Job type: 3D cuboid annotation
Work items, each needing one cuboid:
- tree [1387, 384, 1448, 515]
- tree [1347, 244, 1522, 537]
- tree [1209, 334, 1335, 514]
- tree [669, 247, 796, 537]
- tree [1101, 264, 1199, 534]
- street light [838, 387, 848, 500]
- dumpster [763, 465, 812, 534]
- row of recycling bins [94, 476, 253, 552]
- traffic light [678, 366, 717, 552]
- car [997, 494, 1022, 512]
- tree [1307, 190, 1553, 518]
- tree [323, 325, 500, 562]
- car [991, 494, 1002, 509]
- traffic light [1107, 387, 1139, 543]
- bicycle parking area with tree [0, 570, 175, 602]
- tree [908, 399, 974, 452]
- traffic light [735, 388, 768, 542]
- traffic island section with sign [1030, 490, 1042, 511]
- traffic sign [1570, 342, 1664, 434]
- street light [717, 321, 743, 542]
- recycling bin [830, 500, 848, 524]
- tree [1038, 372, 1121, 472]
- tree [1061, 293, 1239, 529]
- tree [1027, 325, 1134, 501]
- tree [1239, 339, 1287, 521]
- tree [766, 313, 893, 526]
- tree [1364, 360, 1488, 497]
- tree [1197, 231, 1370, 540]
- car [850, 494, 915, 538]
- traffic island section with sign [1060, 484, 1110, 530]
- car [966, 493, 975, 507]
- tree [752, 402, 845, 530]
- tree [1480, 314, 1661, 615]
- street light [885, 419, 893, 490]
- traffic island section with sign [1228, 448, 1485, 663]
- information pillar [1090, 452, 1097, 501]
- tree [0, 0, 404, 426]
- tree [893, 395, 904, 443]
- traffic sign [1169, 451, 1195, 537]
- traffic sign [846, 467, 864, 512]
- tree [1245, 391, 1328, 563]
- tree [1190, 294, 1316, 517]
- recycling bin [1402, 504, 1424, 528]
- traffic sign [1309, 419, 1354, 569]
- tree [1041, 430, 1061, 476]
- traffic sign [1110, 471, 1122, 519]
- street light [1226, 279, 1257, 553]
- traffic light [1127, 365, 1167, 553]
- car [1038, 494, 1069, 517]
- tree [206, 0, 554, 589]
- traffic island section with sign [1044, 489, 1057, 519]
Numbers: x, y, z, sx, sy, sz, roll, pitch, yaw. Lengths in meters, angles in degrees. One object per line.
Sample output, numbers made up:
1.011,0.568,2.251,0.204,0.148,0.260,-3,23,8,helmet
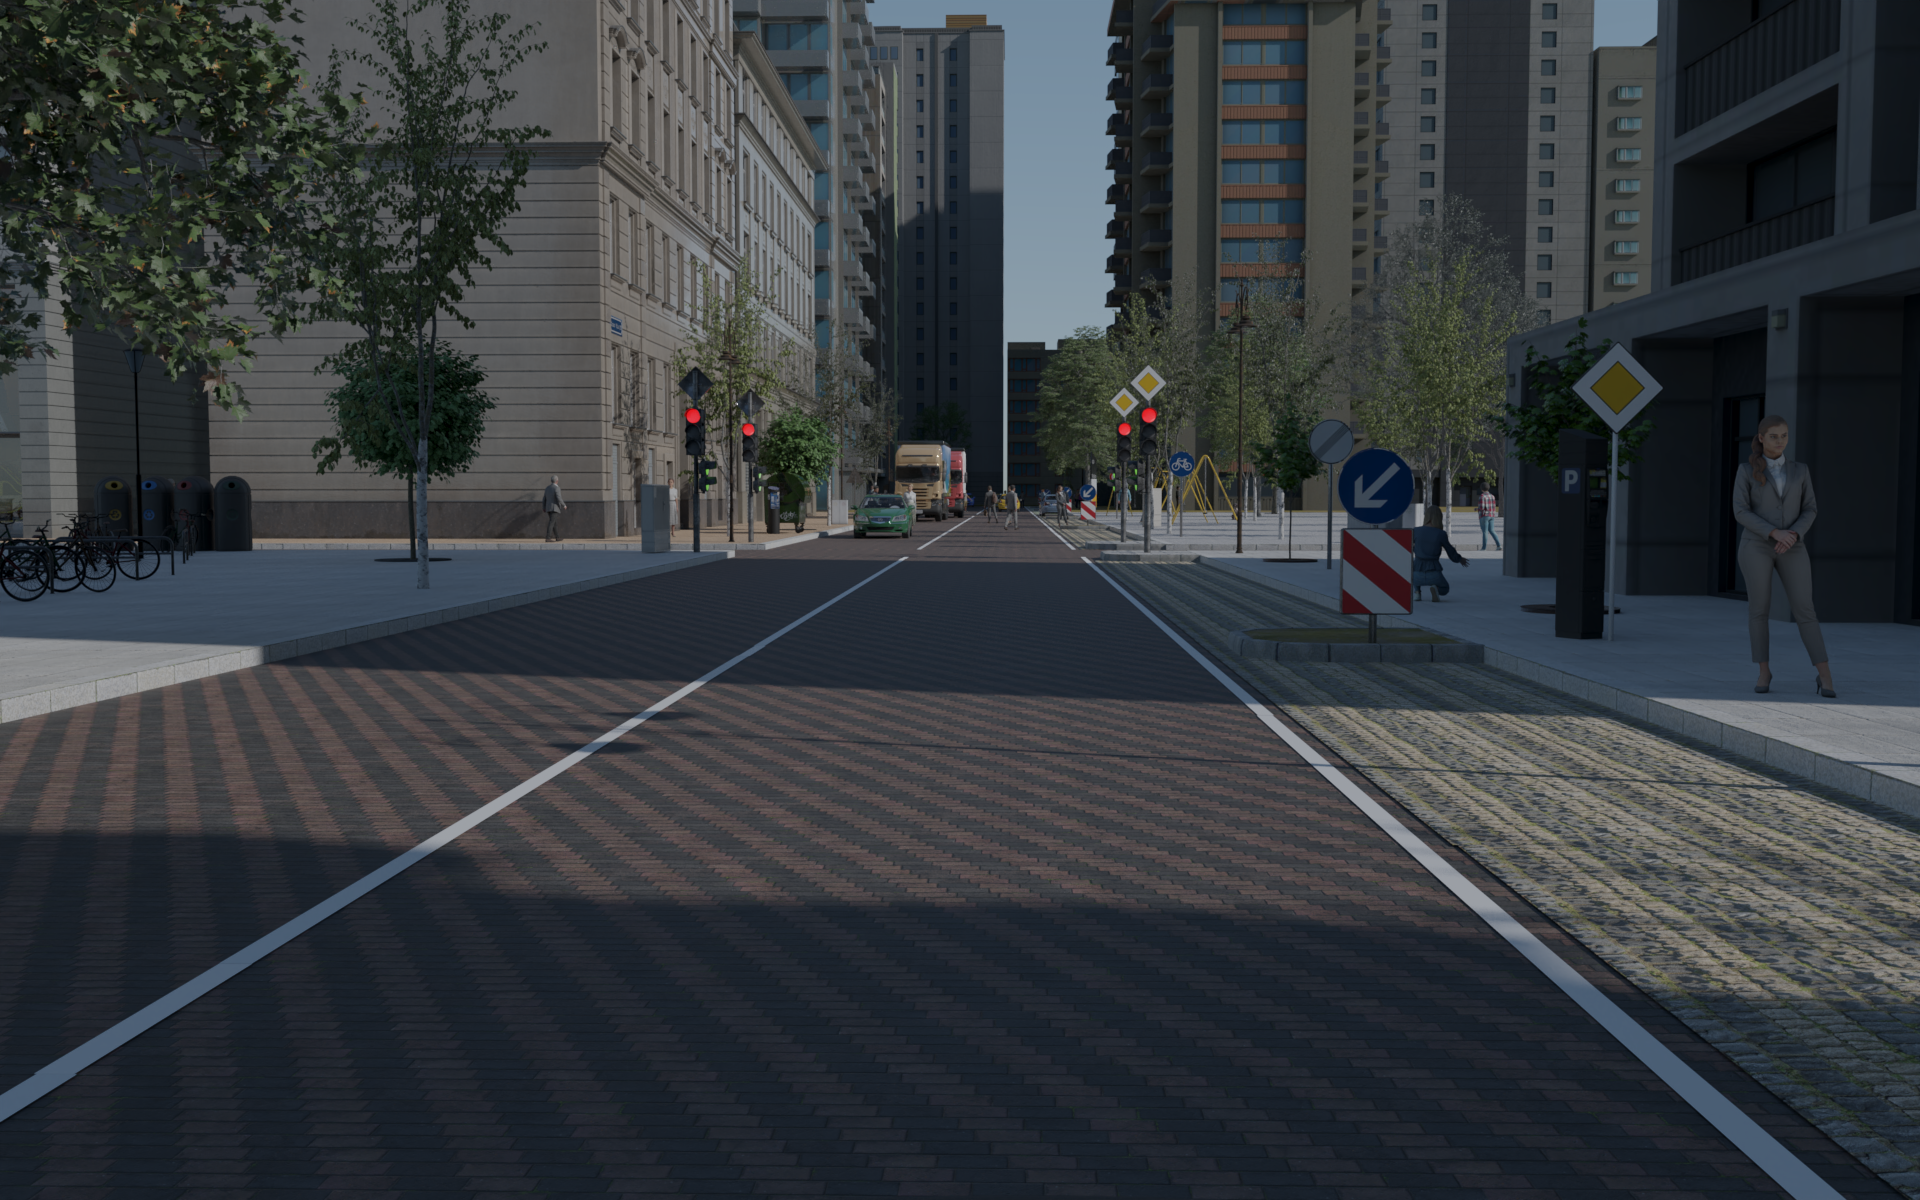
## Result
28.714,-9.622,107.676,4.360,8.622,3.978,0,3,0,tree
14.669,-6.161,51.087,4.737,8.622,4.395,0,3,0,tree
19.932,-11.287,110.304,9.928,11.665,9.643,0,3,0,tree
-6.995,-6.239,52.370,4.737,8.622,4.395,0,3,0,tree
6.743,-6.469,56.129,4.360,8.622,3.978,0,3,0,tree
-5.144,-6.271,75.316,0.468,5.910,1.993,0,4,2,street light
-5.737,-3.334,57.001,1.502,2.255,1.985,0,4,2,dumpster
-17.720,-1.952,39.031,3.534,1.692,1.069,0,4,1,row of recycling bins
-5.782,-3.004,38.035,0.839,4.253,0.868,0,4,2,traffic light
3.941,-7.858,138.696,2.015,1.641,3.980,0,4,3,car
19.083,-9.744,69.688,12.009,13.543,11.850,0,3,0,tree
-10.489,-3.033,33.309,4.285,4.588,4.351,0,3,0,tree
3.641,-9.461,164.907,2.015,1.641,3.980,0,4,0,car
4.307,-3.476,45.748,0.839,4.253,0.868,0,4,2,traffic light
-15.097,-2.226,23.406,9.016,4.147,8.231,0,4,5,bicycle parking area with tree
-2.076,-16.043,188.058,9.928,11.665,9.643,0,3,0,tree
-5.550,-3.492,46.017,0.839,4.253,0.868,0,4,2,traffic light
8.114,-10.215,175.635,1.989,1.847,2.006,0,4,2,traffic island section with sign
5.703,-0.935,15.026,0.795,2.593,0.064,0,4,3,traffic sign
-6.126,-4.495,46.277,0.468,5.910,1.993,0,4,2,street light
-5.154,-3.726,73.471,0.722,1.027,0.722,-1,4,-11,recycling bin
9.196,-11.832,127.873,7.601,10.594,8.767,1,4,13,tree
6.877,-6.864,62.581,4.737,8.622,4.395,0,3,0,tree
8.261,-12.163,116.993,7.486,12.596,7.792,0,3,0,tree
13.808,-8.011,81.338,4.737,8.622,4.395,0,3,0,tree
-5.552,-7.323,70.094,4.360,8.622,3.978,0,3,0,tree
31.294,-11.109,116.046,8.767,10.594,7.601,-1,4,-10,tree
9.100,-5.998,48.422,4.360,8.622,3.978,0,3,0,tree
-2.535,-2.793,57.462,2.131,1.459,4.920,0,3,0,car
5.075,-3.785,70.517,1.989,1.847,2.006,0,4,2,traffic island section with sign
0.749,-11.317,194.626,1.945,1.707,3.694,0,4,0,car
-5.780,-4.762,61.575,4.285,4.588,4.351,0,3,0,tree
6.753,-1.474,18.706,1.663,3.219,1.824,0,3,0,tree
-4.272,-8.047,104.358,0.468,5.910,1.993,0,4,2,street light
3.470,-0.425,15.583,1.989,1.847,2.006,0,4,2,traffic island section with sign
7.356,-6.374,95.566,0.183,3.616,0.504,3,5,39,information pillar
-8.220,-5.755,11.095,9.611,12.733,9.660,0,3,0,tree
-5.599,-9.743,109.653,4.360,8.622,3.978,0,3,0,tree
6.617,-3.160,51.765,0.768,2.556,0.104,0,4,3,traffic sign
-5.043,-5.093,83.271,0.884,2.594,0.081,0,4,4,traffic sign
6.143,-2.337,32.807,1.663,3.219,1.824,0,3,0,tree
16.589,-11.034,98.538,7.486,12.596,7.792,0,3,0,tree
11.644,-1.995,45.176,0.722,1.027,0.722,2,4,30,recycling bin
6.306,-1.798,29.496,0.768,2.556,0.104,0,4,3,traffic sign
10.010,-13.001,162.929,4.737,8.622,4.395,0,3,0,tree
8.101,-5.461,89.389,0.768,2.556,0.104,1,4,10,traffic sign
6.050,-3.948,37.345,0.468,5.910,1.993,0,4,2,street light
4.076,-2.987,37.766,0.839,4.253,0.868,0,4,2,traffic light
5.984,-6.015,110.344,2.014,1.417,4.499,0,3,0,car
-7.509,-4.462,23.321,4.737,8.622,4.395,0,3,0,tree
5.878,-5.480,98.228,1.989,1.847,2.006,0,4,2,traffic island section with sign
